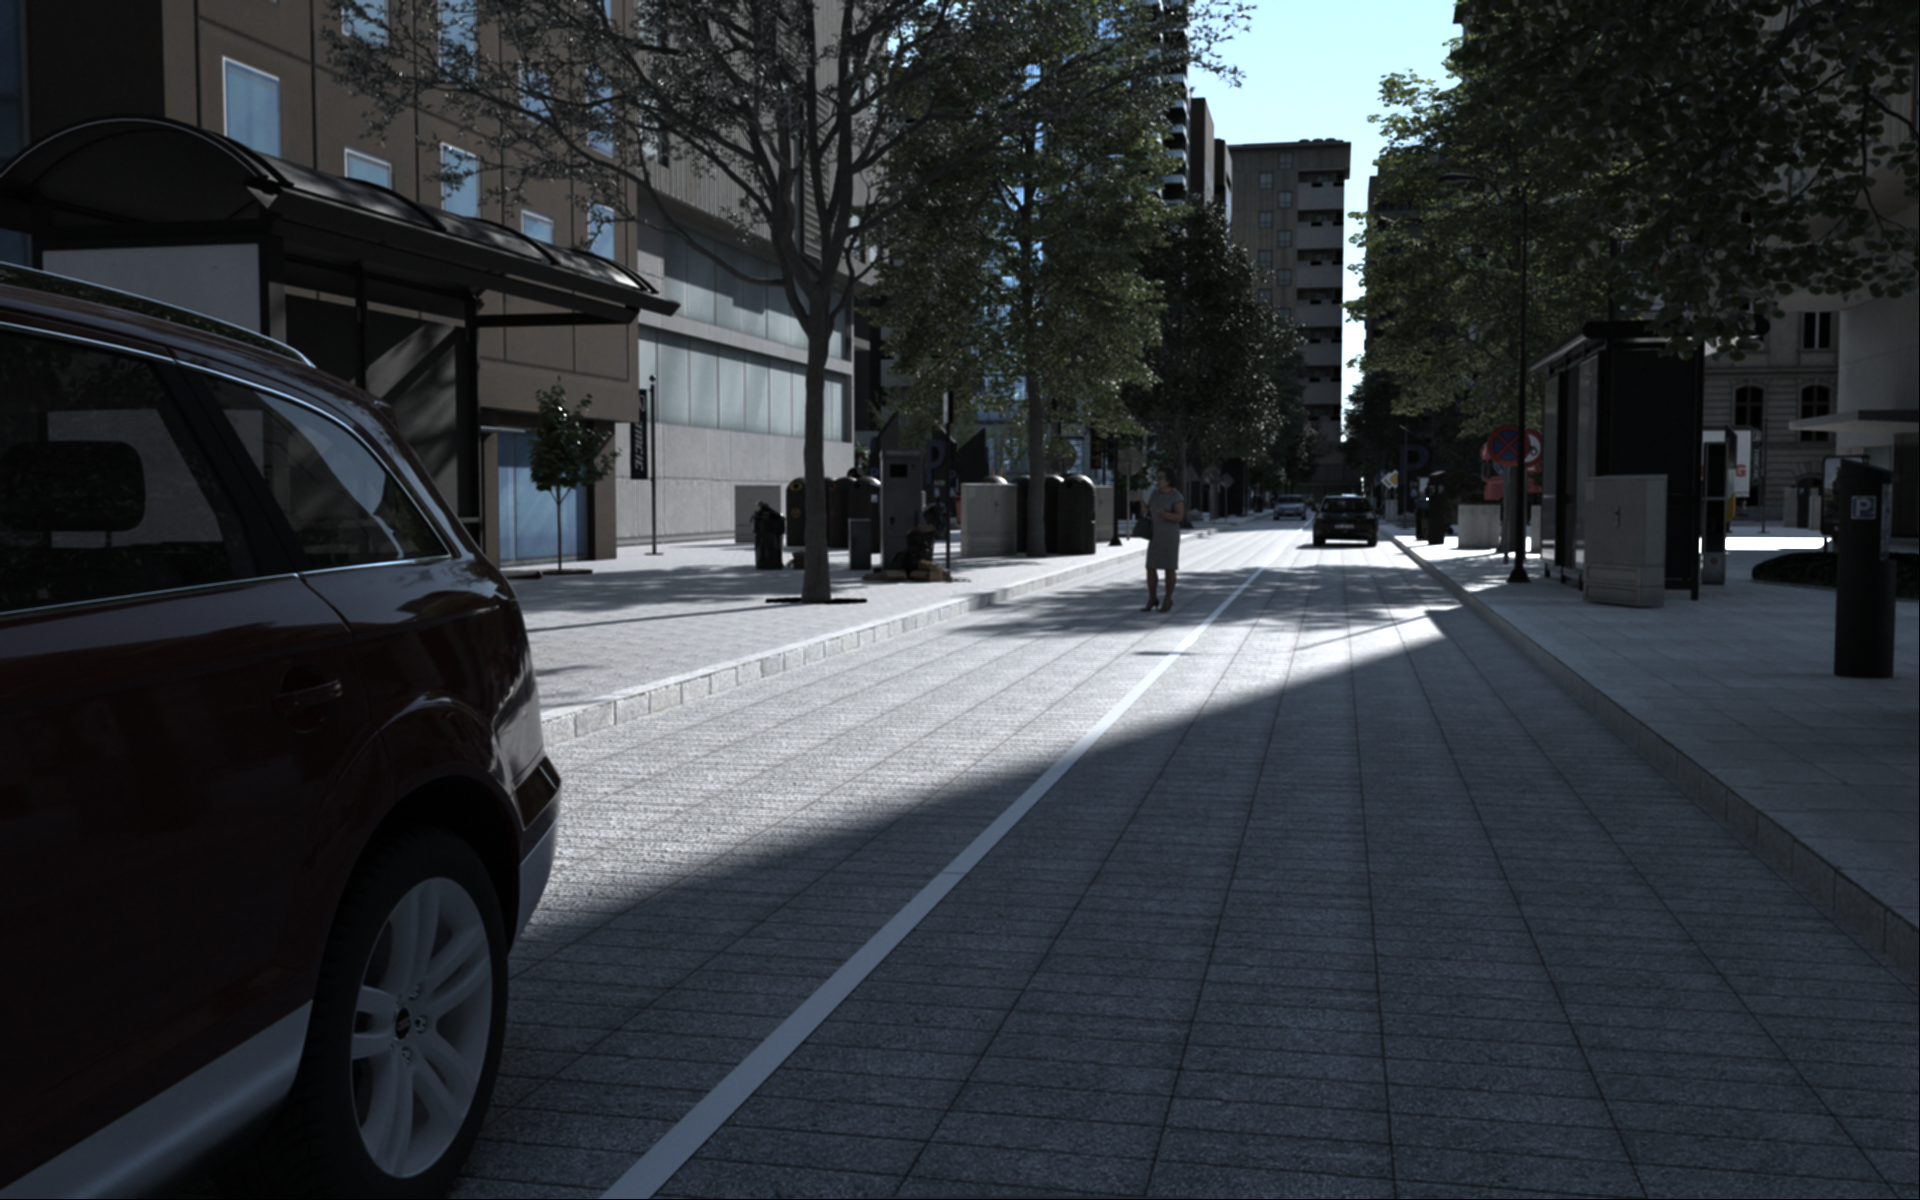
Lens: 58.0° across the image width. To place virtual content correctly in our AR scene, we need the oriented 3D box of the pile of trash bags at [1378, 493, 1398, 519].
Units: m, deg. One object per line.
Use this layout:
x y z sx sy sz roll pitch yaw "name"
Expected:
22.232 -4.777 87.859 1.912 1.369 3.447 1 4 10 "pile of trash bags"

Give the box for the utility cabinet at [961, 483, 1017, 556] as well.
0.600 -1.652 35.692 1.173 1.500 0.318 -2 4 -29 "utility cabinet"

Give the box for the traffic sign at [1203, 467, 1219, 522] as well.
11.592 -4.890 80.050 0.768 2.556 0.104 1 4 19 "traffic sign"

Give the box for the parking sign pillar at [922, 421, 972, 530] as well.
-0.663 -4.480 61.722 1.447 3.967 1.447 -3 4 -37 "parking sign pillar"

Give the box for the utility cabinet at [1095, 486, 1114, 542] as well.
3.565 -2.271 45.812 1.173 1.500 0.318 -3 4 -37 "utility cabinet"

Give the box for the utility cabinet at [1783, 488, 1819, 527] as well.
32.116 -3.515 66.150 1.173 1.500 0.318 2 4 24 "utility cabinet"

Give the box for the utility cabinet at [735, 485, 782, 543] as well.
-5.162 -2.184 44.388 1.173 1.500 0.318 0 4 -1 "utility cabinet"

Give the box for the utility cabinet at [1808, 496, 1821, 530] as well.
30.593 -3.065 61.278 1.020 1.237 0.306 0 4 -3 "utility cabinet"

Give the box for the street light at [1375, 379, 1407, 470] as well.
17.458 -5.959 69.967 1.470 5.913 1.316 1 4 12 "street light"

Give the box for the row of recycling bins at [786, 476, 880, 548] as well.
-3.009 -2.118 41.747 1.069 1.692 3.534 -3 4 -39 "row of recycling bins"

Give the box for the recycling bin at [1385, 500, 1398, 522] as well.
19.959 -4.092 79.456 0.722 1.027 0.722 2 4 28 "recycling bin"

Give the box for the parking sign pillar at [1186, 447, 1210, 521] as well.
10.814 -5.710 81.823 1.447 3.967 1.447 -3 5 -43 "parking sign pillar"

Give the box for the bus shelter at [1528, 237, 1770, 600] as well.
9.491 -2.896 24.984 2.179 5.291 8.768 1 4 12 "bus shelter"

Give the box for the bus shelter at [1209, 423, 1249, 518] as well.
15.228 -7.350 97.810 2.179 5.291 8.768 1 4 12 "bus shelter"

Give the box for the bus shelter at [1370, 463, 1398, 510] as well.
28.449 -7.446 115.659 2.014 3.302 5.546 1 4 12 "bus shelter"

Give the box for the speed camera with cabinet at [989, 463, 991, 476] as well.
1.675 -7.134 110.976 0.660 3.252 2.038 0 4 -5 "speed camera with cabinet"

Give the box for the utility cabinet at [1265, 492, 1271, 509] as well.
27.026 -8.761 151.919 0.318 1.500 1.173 1 4 19 "utility cabinet"

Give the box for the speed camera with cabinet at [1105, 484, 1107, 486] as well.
11.947 -9.068 142.602 0.660 3.252 2.038 -1 4 -13 "speed camera with cabinet"

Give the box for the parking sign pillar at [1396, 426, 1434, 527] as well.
17.832 -4.852 67.801 1.447 3.967 1.447 1 4 23 "parking sign pillar"

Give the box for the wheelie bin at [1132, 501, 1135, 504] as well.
15.432 -8.977 154.684 0.693 1.594 0.980 -2 4 -31 "wheelie bin"

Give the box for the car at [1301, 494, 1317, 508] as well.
36.743 -10.589 183.350 2.015 1.641 3.980 1 4 13 "car"

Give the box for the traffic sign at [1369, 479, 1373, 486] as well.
28.761 -7.342 120.145 0.768 2.556 0.104 1 4 21 "traffic sign"

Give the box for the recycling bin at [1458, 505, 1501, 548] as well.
12.424 -1.768 41.465 0.722 1.027 0.722 -2 4 -26 "recycling bin"

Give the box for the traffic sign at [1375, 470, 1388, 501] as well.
22.575 -5.651 92.504 0.768 2.556 0.104 1 4 19 "traffic sign"

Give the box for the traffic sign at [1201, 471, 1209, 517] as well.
13.693 -6.008 98.231 0.884 2.594 0.081 1 4 17 "traffic sign"

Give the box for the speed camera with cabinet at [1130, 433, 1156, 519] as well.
6.031 -3.735 55.401 0.660 3.252 2.038 2 4 31 "speed camera with cabinet"

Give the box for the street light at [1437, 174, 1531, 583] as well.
7.610 -3.219 25.171 1.470 5.913 1.316 1 4 12 "street light"

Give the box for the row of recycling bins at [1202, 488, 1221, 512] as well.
17.619 -7.029 122.039 1.069 1.692 3.534 -3 5 -45 "row of recycling bins"

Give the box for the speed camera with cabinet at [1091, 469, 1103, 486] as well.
8.175 -6.756 104.800 0.660 3.252 2.038 1 4 8 "speed camera with cabinet"

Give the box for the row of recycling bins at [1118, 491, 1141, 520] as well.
7.796 -4.839 86.222 3.534 1.692 1.069 1 4 19 "row of recycling bins"

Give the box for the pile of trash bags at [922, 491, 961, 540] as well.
-0.889 -2.342 48.038 3.447 1.369 1.912 3 5 42 "pile of trash bags"

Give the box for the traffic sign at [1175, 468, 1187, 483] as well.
10.006 -4.869 79.615 0.884 2.594 0.081 1 4 16 "traffic sign"

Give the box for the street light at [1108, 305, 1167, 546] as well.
4.394 -4.294 42.743 1.470 5.913 1.316 1 4 12 "street light"

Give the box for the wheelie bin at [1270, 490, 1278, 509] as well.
26.887 -8.592 148.395 0.693 1.594 0.980 0 4 3 "wheelie bin"

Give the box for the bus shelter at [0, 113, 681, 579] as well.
-3.894 -1.103 11.957 2.014 3.302 5.546 1 4 12 "bus shelter"

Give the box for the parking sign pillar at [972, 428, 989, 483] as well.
0.555 -5.051 71.062 1.447 3.967 1.447 3 4 36 "parking sign pillar"

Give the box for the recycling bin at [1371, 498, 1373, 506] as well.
29.376 -6.775 123.331 0.722 1.027 0.722 2 4 28 "recycling bin"

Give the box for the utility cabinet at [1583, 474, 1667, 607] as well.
7.631 -0.688 19.936 0.318 1.500 1.173 -1 4 -12 "utility cabinet"

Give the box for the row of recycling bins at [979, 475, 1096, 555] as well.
1.644 -1.889 37.994 1.069 1.692 3.534 -3 5 -40 "row of recycling bins"

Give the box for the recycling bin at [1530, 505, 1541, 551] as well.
13.315 -1.609 38.855 0.722 1.027 0.722 -2 4 -24 "recycling bin"

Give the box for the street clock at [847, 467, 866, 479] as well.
-2.811 -2.597 47.026 0.471 2.002 0.358 -1 4 -22 "street clock"

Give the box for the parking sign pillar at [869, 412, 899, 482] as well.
-2.461 -4.137 56.116 1.447 3.967 1.447 2 4 26 "parking sign pillar"

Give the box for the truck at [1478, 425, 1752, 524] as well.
26.936 -5.130 72.789 11.283 4.237 2.839 1 4 13 "truck"

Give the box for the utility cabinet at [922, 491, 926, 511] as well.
-2.885 -7.150 125.586 0.318 1.500 1.173 2 4 29 "utility cabinet"

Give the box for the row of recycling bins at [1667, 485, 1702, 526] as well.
23.189 -3.099 57.786 1.069 1.692 3.534 -2 4 -32 "row of recycling bins"
